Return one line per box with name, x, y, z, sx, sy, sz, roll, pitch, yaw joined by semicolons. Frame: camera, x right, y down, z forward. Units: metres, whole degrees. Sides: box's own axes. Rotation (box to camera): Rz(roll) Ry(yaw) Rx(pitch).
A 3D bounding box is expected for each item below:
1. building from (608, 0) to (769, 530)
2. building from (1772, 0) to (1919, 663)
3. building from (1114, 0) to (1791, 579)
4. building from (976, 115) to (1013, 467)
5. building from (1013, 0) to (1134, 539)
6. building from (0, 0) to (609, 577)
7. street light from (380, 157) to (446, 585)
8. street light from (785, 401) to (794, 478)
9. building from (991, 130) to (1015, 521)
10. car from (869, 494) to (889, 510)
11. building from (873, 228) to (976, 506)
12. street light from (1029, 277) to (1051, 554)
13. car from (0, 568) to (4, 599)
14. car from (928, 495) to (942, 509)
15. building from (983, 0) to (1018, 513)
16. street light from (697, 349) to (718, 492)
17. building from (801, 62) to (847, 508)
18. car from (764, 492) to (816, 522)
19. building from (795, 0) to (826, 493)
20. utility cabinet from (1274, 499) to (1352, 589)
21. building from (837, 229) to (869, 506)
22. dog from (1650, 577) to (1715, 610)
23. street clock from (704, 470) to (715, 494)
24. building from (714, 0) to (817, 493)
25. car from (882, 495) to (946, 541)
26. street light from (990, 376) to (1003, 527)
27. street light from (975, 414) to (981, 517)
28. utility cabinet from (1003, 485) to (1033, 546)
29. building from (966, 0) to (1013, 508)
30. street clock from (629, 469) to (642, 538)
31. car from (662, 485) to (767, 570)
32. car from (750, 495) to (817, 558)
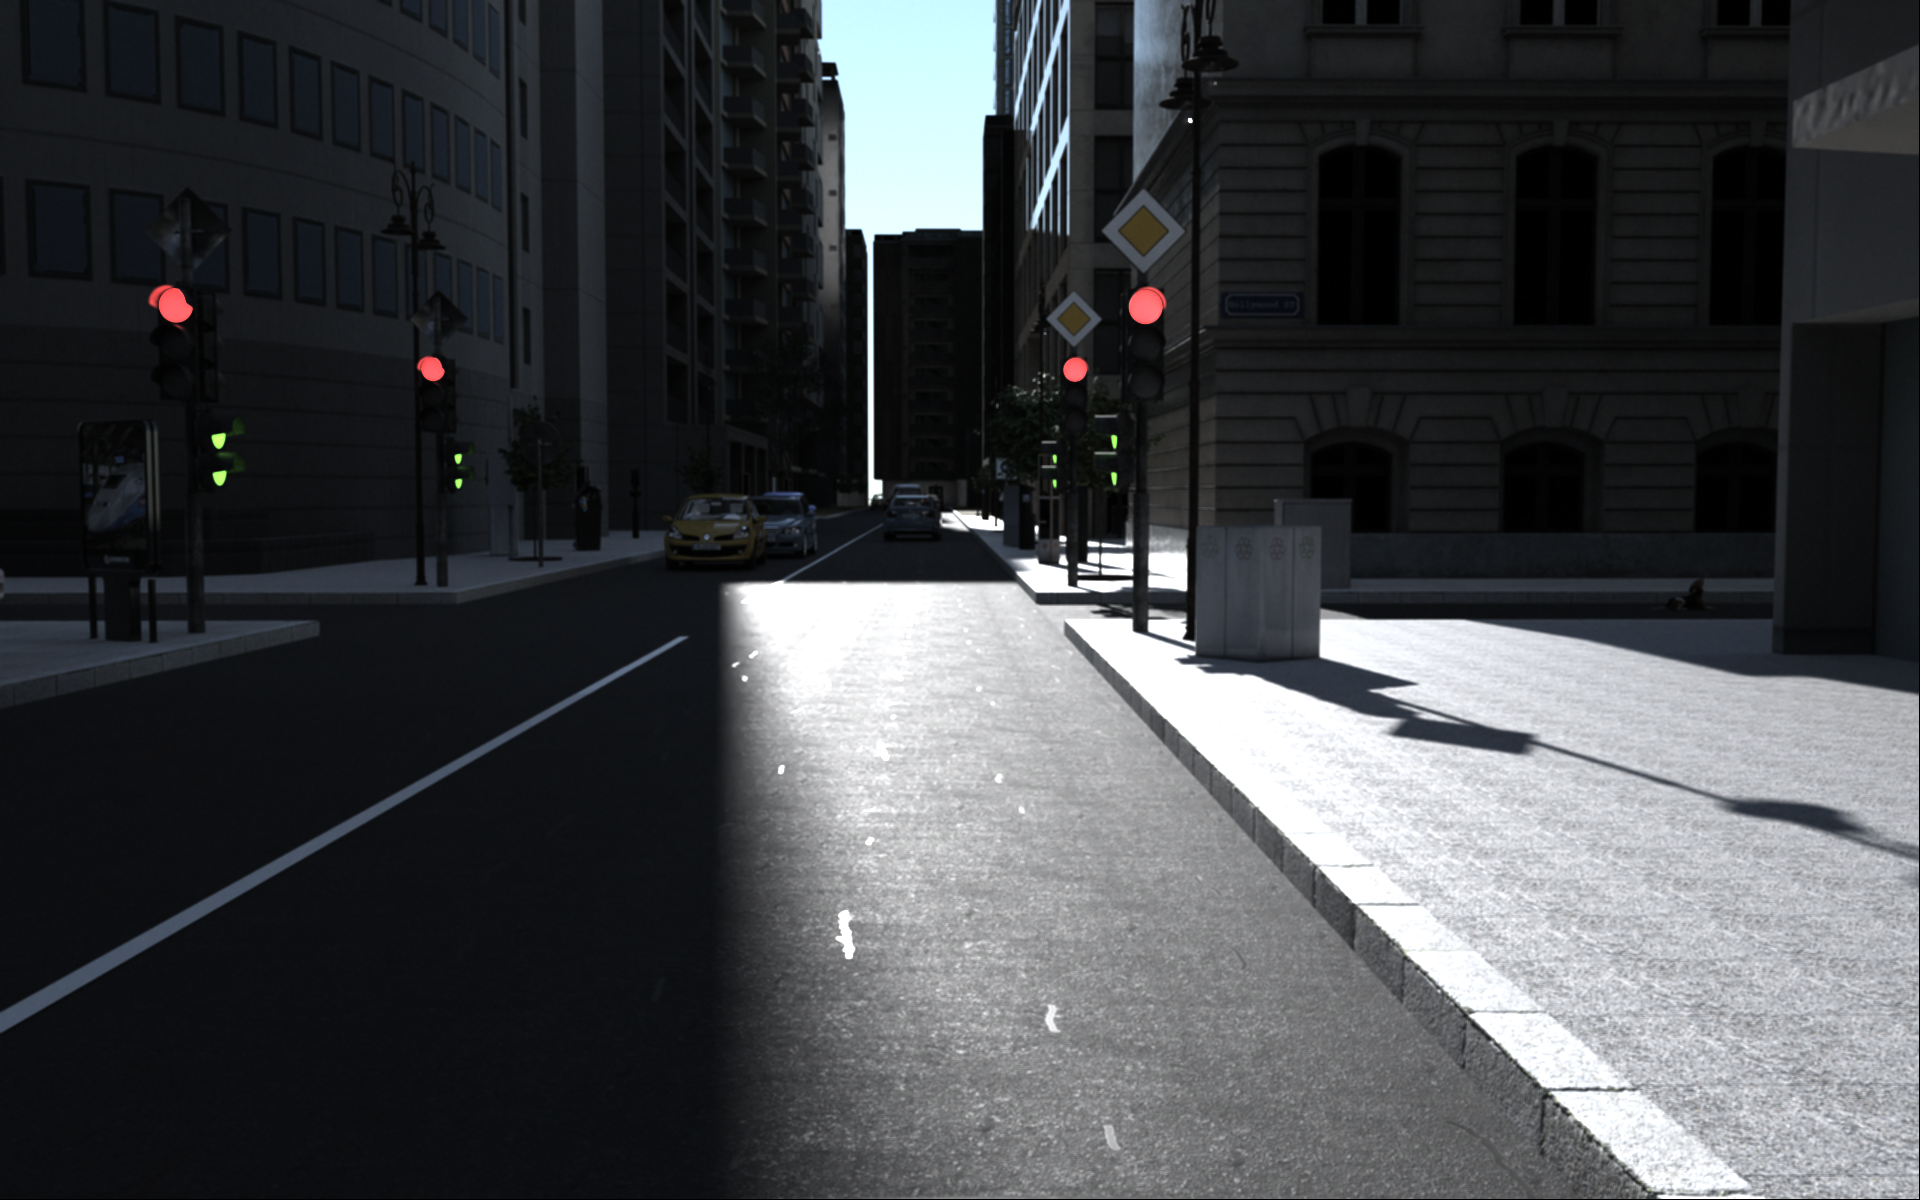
building;-18.535;-38.582;69.068;20.563;71.187;20.611;0;4;-1
building;17.821;-25.144;0.350;28.713;52.752;27.495;0;4;-1
building;20.676;-12.953;30.868;34.723;24.649;14.460;0;4;-1
building;8.717;-22.243;135.377;14.160;30.474;14.107;0;4;-1
building;12.436;-15.975;65.714;19.350;26.468;34.151;0;4;-1
building;-20.984;-30.264;36.817;21.231;58.520;28.212;0;4;-1
street light;-7.593;-3.146;24.221;0.468;5.910;1.993;0;4;-1
street light;-8.426;-6.914;85.829;0.468;5.910;1.993;0;4;-1
building;8.034;-15.964;90.694;12.332;23.373;15.834;0;4;-1
car;-7.151;-8.913;155.949;2.015;1.641;3.980;0;4;-1
building;-2.555;-25.658;191.211;14.107;30.474;14.160;0;4;-1
street light;1.743;-3.934;37.103;0.468;5.910;1.993;0;4;-1
car;-13.812;-0.484;20.278;4.827;1.381;2.083;0;4;0
car;-2.470;-7.607;136.743;2.083;1.381;4.827;0;4;0
building;12.025;-41.505;116.852;20.563;71.187;20.611;0;4;-1
street light;-8.051;-5.049;55.337;0.468;5.910;1.993;0;4;-1
building;-18.089;-29.553;166.781;14.086;41.232;14.154;0;4;-1
car;-5.076;-2.458;49.788;1.945;1.707;3.694;0;4;-1
building;-25.264;-33.747;141.003;28.713;52.752;27.495;0;4;-1
utility cabinet;4.774;-0.753;23.470;1.020;1.237;0.306;-1;4;-15
building;-17.214;-25.598;190.221;14.107;30.474;14.160;0;4;-1
dog;8.942;-0.076;21.440;0.748;0.427;0.550;2;4;25
street clock;-7.573;-2.921;52.329;0.358;2.002;0.471;-1;4;-15
building;-21.022;-28.035;112.998;22.147;44.769;28.867;0;4;-1
car;-1.471;-2.607;54.633;2.014;1.417;4.499;0;4;1
street light;1.415;-5.814;67.845;0.468;5.910;1.993;0;4;-1
street light;1.023;-7.679;98.337;0.468;5.910;1.993;0;4;-1
utility cabinet;1.420;-2.048;42.159;0.318;1.500;1.173;-1;4;-21
building;12.019;-51.633;156.863;22.319;86.520;31.000;0;4;-1
street clock;-9.429;-2.798;50.317;0.358;2.002;0.471;-1;4;-10
car;-4.757;-1.455;34.006;2.015;1.641;3.980;0;4;-2
car;-4.306;-1.719;40.115;2.014;1.417;4.499;0;3;0
